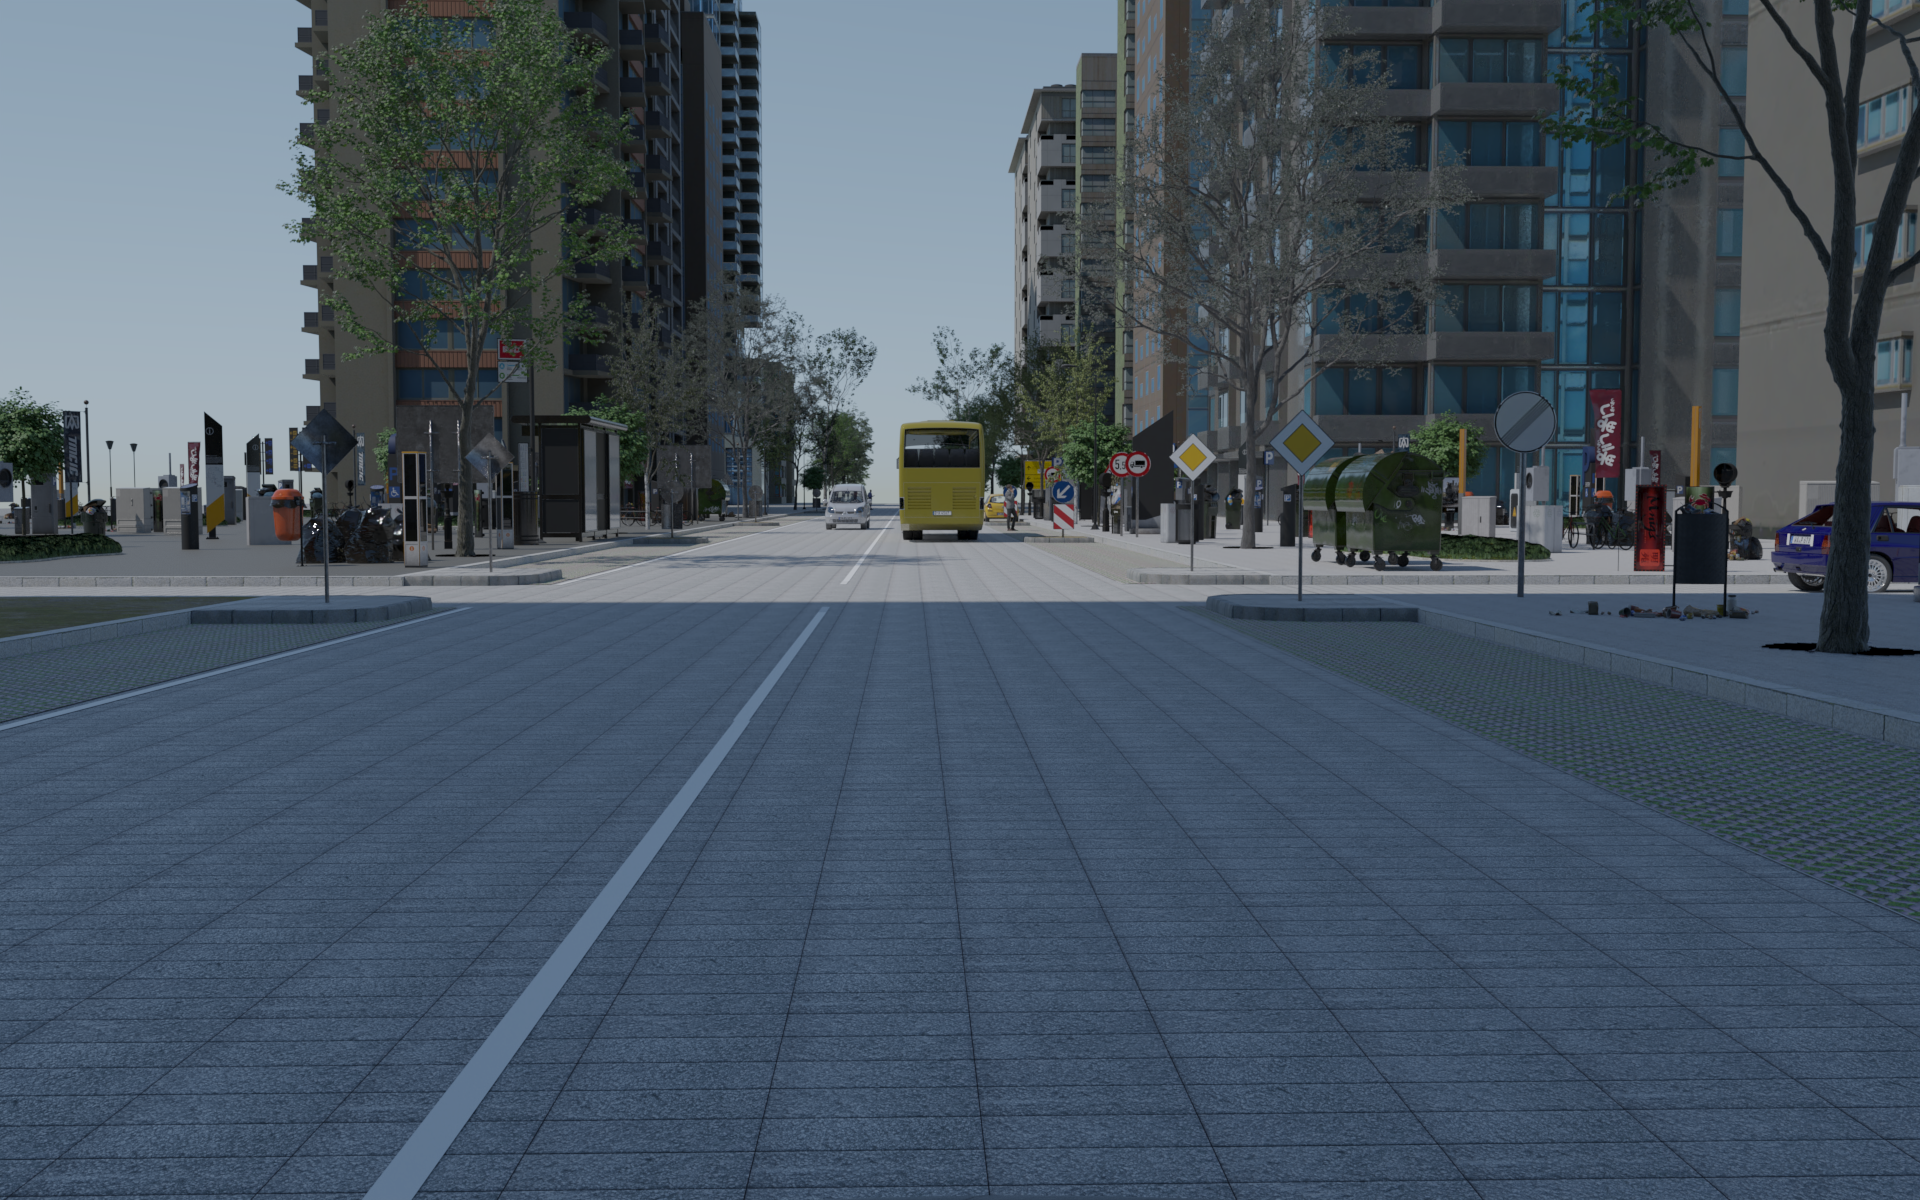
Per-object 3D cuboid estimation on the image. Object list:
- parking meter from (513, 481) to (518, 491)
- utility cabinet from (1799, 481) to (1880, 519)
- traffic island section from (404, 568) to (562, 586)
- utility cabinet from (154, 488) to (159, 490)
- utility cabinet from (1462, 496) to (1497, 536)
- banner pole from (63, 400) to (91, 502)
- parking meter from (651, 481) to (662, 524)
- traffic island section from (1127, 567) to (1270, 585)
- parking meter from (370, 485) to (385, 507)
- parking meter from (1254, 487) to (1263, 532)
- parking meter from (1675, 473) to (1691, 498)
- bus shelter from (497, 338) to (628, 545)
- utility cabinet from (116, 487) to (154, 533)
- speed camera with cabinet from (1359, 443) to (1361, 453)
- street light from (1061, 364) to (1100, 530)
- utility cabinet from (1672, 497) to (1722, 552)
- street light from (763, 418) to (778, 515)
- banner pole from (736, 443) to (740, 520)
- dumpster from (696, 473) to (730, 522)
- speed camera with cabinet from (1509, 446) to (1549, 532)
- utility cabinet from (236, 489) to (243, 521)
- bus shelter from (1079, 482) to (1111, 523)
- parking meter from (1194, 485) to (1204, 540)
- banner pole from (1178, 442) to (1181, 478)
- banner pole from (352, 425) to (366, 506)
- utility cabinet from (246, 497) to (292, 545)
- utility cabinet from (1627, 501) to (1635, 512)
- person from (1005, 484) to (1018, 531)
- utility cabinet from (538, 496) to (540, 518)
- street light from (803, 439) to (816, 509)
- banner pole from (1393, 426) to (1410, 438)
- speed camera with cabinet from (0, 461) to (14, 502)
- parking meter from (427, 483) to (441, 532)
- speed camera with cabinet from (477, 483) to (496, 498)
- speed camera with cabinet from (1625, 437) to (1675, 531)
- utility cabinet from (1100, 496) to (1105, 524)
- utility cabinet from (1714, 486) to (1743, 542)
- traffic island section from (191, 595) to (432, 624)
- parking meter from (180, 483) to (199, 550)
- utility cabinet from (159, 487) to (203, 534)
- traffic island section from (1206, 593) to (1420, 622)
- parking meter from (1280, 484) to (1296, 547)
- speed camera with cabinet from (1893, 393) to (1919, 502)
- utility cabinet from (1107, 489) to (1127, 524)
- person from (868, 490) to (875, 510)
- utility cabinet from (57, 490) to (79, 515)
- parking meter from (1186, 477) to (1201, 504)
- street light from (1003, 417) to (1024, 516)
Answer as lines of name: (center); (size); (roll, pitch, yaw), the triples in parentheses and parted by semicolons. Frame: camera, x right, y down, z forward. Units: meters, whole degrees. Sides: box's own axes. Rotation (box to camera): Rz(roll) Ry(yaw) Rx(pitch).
parking meter: (-20.055, -4.416, 77.917); (0.399, 1.863, 0.255); (-2, 4, -32)
utility cabinet: (14.643, -1.235, 28.866); (1.173, 1.500, 0.318); (0, 4, 3)
traffic island section: (-7.719, -0.376, 28.430); (2.009, 0.180, 2.903); (0, 4, -2)
utility cabinet: (-29.233, -3.297, 62.584); (0.318, 1.500, 1.173); (3, 4, 36)
utility cabinet: (14.917, -2.365, 49.825); (0.306, 1.237, 1.020); (-2, 4, -33)
banner pole: (-23.368, -3.422, 45.972); (0.401, 3.779, 0.863); (3, 4, 37)
parking meter: (-13.222, -4.266, 75.462); (0.399, 1.863, 0.255); (1, 4, 11)
traffic island section: (3.868, -0.396, 28.752); (2.009, 0.180, 2.903); (0, 4, -2)
parking meter: (-15.951, -2.387, 47.437); (0.372, 1.533, 0.369); (0, 3, 0)
parking meter: (9.962, -3.033, 57.995); (0.372, 1.533, 0.369); (0, 3, 0)
parking meter: (19.976, -2.578, 47.865); (0.255, 1.863, 0.399); (-2, 4, -29)
bus shelter: (-10.898, -4.267, 47.396); (2.179, 5.291, 8.768); (0, 4, -2)
utility cabinet: (-27.109, -2.942, 56.786); (1.173, 1.500, 0.318); (1, 4, 21)
speed camera with cabinet: (15.532, -4.419, 66.588); (0.660, 3.252, 2.038); (1, 4, 14)
street light: (4.319, -5.479, 62.121); (1.470, 5.913, 1.316); (0, 4, -2)
utility cabinet: (16.127, -1.638, 37.937); (0.306, 1.237, 1.020); (-2, 4, -32)
street light: (-11.281, -8.096, 104.907); (1.470, 5.913, 1.316); (0, 4, -2)
banner pole: (-10.869, -5.818, 85.133); (0.401, 3.779, 0.863); (0, 4, 3)
dumpster: (-11.656, -4.828, 81.435); (1.502, 2.255, 1.985); (0, 4, -1)
speed camera with cabinet: (19.018, -3.885, 57.858); (0.660, 3.252, 2.038); (0, 4, -3)
utility cabinet: (-33.664, -4.346, 79.734); (1.173, 1.500, 0.318); (-1, 4, -20)
bus shelter: (6.319, -5.446, 80.330); (1.731, 3.624, 6.357); (0, 4, -2)
parking meter: (6.597, -2.431, 48.154); (0.372, 1.533, 0.369); (0, 3, 0)
banner pole: (10.422, -5.640, 82.223); (0.401, 3.779, 0.863); (0, 4, -3)
banner pole: (-21.651, -4.425, 62.363); (0.863, 3.779, 0.401); (3, 4, 36)
utility cabinet: (-17.469, -1.994, 43.769); (1.020, 1.237, 0.306); (-2, 4, -35)
utility cabinet: (26.211, -3.434, 67.311); (0.306, 1.237, 1.020); (0, 4, 4)
person: (1.990, -3.561, 66.898); (0.473, 1.802, 0.592); (3, 5, 40)
utility cabinet: (-18.280, -3.891, 74.783); (1.020, 1.237, 0.306); (-2, 4, -29)
street light: (-12.584, -10.600, 145.849); (1.470, 5.913, 1.316); (0, 4, -2)
banner pole: (16.155, -4.506, 63.686); (0.863, 3.779, 0.401); (3, 5, 42)
speed camera with cabinet: (-26.913, -3.254, 47.532); (0.660, 3.252, 2.038); (0, 4, 8)
parking meter: (-18.014, -3.264, 59.082); (0.255, 1.863, 0.399); (0, 4, 8)
speed camera with cabinet: (-22.241, -5.348, 81.772); (0.660, 3.252, 2.038); (0, 4, 2)
speed camera with cabinet: (24.142, -4.032, 60.252); (2.038, 3.252, 0.660); (-1, 4, -20)
utility cabinet: (6.153, -3.931, 75.429); (0.306, 1.237, 1.020); (0, 4, 5)
utility cabinet: (20.215, -2.297, 46.227); (1.173, 1.500, 0.318); (3, 5, 41)
traffic island section: (-7.492, 0.112, 20.448); (2.009, 0.180, 2.903); (0, 4, -2)
parking meter: (-17.791, -1.932, 39.997); (0.372, 1.533, 0.369); (0, 3, 0)
utility cabinet: (-24.419, -2.796, 54.392); (1.173, 1.500, 0.318); (1, 4, 11)
traffic island section: (4.095, 0.092, 20.770); (2.009, 0.180, 2.903); (0, 4, -2)
parking meter: (8.003, -2.071, 42.265); (0.372, 1.533, 0.369); (0, 3, 0)
speed camera with cabinet: (18.388, -2.385, 33.326); (0.660, 3.252, 2.038); (2, 4, 25)
utility cabinet: (6.665, -3.988, 73.889); (0.318, 1.500, 1.173); (-2, 4, -34)
person: (-7.987, -9.045, 156.259); (0.599, 1.838, 0.709); (-3, 5, -42)
utility cabinet: (-44.497, -4.734, 86.077); (0.318, 1.500, 1.173); (3, 5, 43)
parking meter: (7.331, -2.954, 54.015); (0.255, 1.863, 0.399); (-1, 4, -12)
street light: (3.148, -8.009, 103.480); (1.470, 5.913, 1.316); (0, 4, -2)
